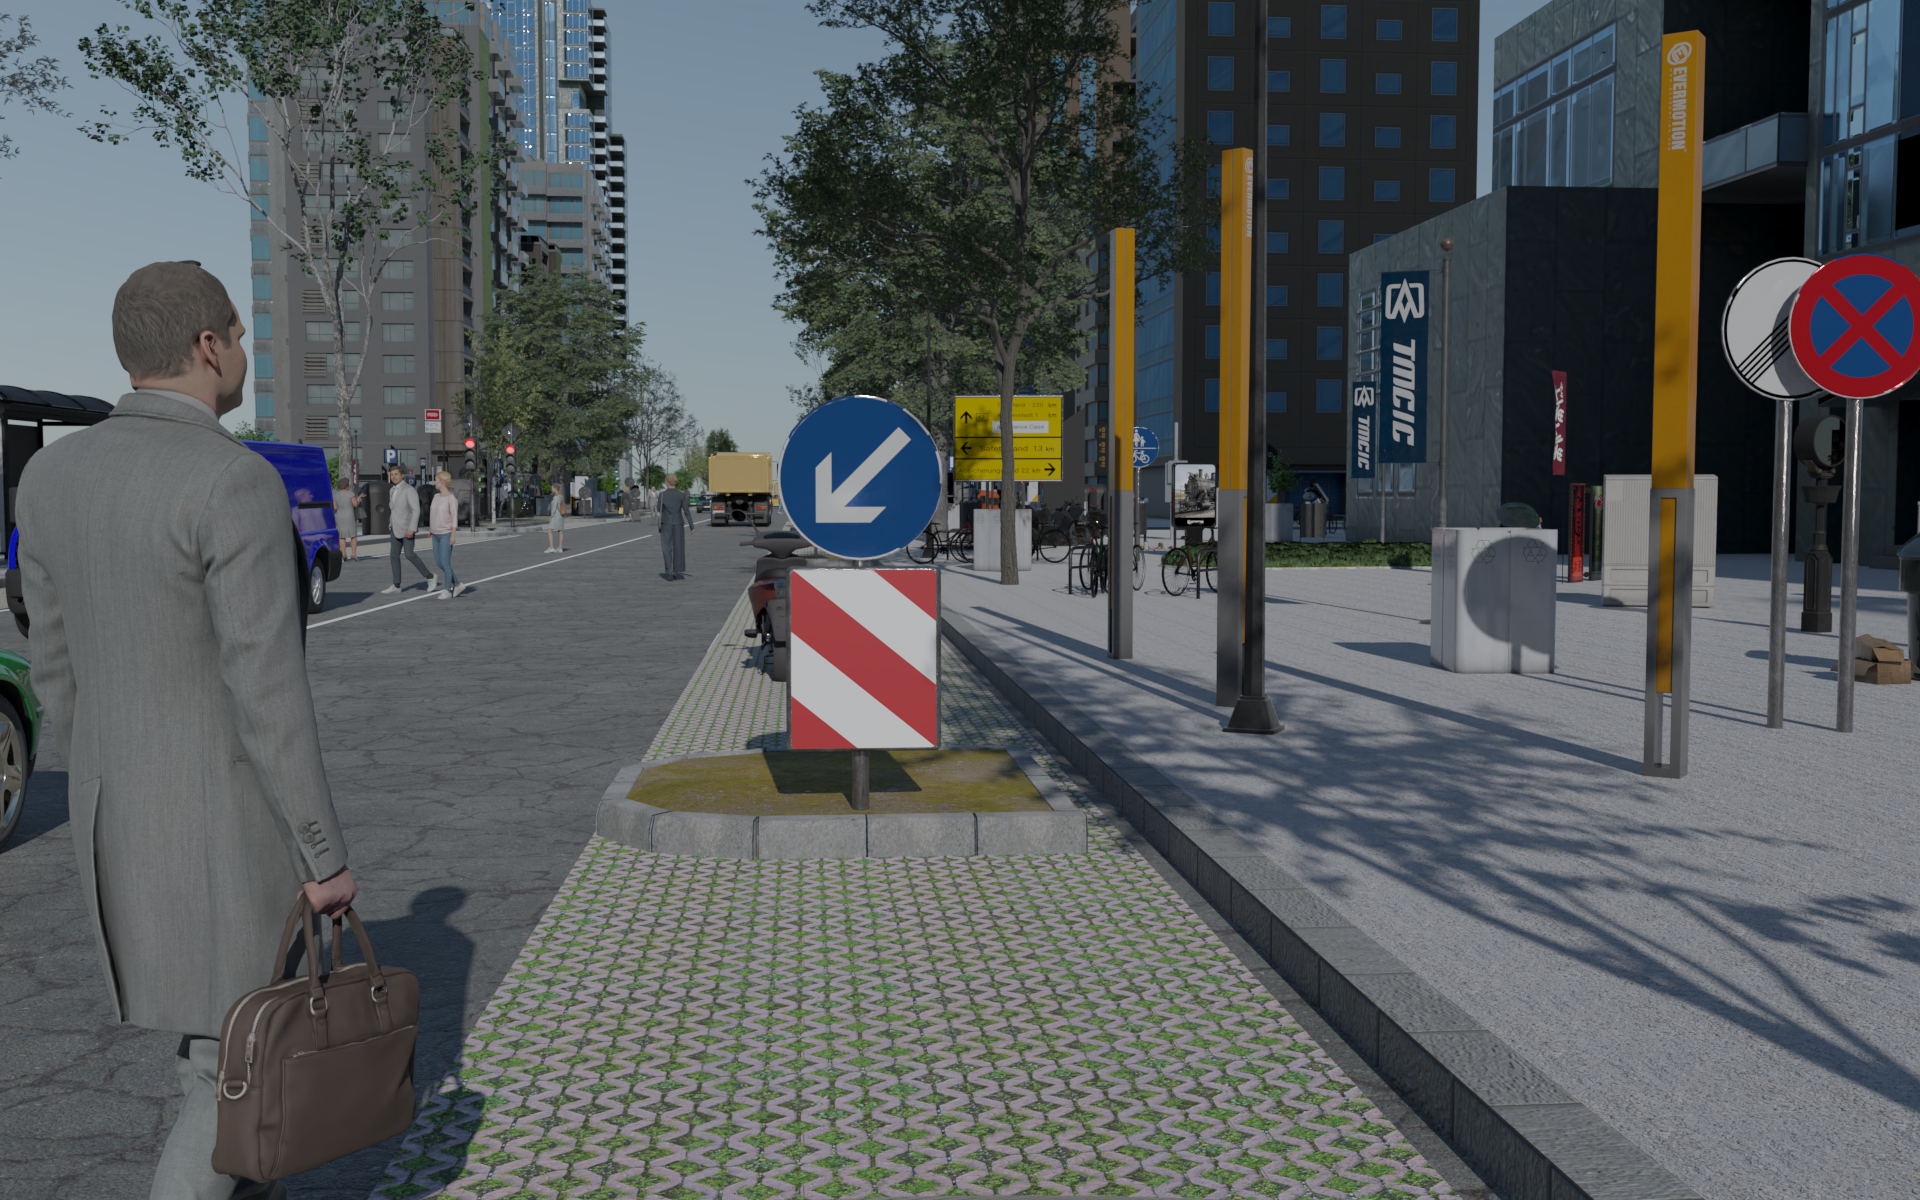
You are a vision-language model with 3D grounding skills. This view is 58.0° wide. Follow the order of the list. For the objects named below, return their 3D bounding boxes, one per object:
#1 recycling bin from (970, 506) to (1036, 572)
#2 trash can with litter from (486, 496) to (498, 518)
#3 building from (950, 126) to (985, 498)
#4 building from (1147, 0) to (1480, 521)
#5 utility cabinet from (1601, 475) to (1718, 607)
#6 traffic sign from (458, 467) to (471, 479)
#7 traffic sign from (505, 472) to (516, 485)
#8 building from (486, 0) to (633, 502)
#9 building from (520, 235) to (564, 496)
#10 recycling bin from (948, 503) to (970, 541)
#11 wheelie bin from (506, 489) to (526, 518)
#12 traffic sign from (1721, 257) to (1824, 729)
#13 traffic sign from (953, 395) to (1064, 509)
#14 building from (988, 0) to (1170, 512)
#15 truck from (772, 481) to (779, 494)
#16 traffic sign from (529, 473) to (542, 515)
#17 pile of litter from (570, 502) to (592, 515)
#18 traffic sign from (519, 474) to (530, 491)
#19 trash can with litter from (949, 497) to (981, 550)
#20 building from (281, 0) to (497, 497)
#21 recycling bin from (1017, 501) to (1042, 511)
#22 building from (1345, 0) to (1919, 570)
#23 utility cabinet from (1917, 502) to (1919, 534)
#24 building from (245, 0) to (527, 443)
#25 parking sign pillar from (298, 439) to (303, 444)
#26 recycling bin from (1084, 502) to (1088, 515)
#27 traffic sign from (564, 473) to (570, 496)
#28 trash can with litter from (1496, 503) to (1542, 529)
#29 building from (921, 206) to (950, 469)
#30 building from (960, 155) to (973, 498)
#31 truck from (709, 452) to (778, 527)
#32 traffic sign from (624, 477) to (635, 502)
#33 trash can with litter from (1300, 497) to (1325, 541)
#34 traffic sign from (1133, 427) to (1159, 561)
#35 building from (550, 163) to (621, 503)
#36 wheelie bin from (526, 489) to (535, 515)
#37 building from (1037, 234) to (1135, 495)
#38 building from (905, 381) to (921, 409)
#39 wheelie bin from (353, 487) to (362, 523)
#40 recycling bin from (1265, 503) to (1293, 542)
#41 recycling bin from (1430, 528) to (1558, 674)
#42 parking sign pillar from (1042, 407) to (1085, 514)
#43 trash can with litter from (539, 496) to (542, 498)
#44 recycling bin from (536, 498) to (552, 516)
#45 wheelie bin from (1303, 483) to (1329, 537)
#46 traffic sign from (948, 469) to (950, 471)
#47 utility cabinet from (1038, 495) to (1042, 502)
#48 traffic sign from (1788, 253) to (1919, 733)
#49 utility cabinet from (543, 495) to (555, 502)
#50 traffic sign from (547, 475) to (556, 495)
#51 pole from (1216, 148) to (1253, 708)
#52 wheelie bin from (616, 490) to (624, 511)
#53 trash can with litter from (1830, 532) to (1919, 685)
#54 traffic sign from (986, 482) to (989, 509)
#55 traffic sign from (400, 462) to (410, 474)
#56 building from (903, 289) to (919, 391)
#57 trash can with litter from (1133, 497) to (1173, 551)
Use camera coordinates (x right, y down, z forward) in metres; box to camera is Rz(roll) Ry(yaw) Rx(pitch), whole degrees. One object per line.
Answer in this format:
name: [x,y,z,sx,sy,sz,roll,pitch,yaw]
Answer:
recycling bin: [0.712,-1.002,28.930,0.722,1.027,0.722,3,5,40]
trash can with litter: [-24.927,-4.922,91.863,0.624,1.170,1.055,-3,5,-42]
building: [5.745,-31.502,198.655,14.154,41.232,14.086,0,4,-5]
building: [16.959,-26.808,88.415,14.200,45.320,14.600,0,4,-5]
utility cabinet: [7.925,-0.671,19.651,1.173,1.500,0.318,1,4,16]
traffic sign: [-22.722,-4.873,79.777,0.768,2.556,0.104,0,3,0]
traffic sign: [-21.906,-5.115,84.814,0.795,2.450,0.064,0,4,2]
building: [-64.127,-59.140,279.604,22.319,86.520,31.000,0,4,-5]
building: [-51.851,-25.655,191.152,14.160,30.474,14.107,0,4,-5]
recycling bin: [0.104,-2.137,47.499,0.722,1.027,0.722,2,4,30]
wheelie bin: [-23.612,-5.123,91.664,0.693,1.594,0.980,-2,4,-33]
traffic sign: [4.470,-0.570,9.422,0.768,2.556,0.104,0,4,-4]
traffic sign: [0.990,-2.552,35.605,2.265,3.308,0.079,0,4,4]
building: [9.830,-30.914,155.559,14.600,45.320,14.200,0,4,-5]
truck: [-26.780,-16.254,261.669,3.469,3.379,9.791,0,4,-7]
traffic sign: [-26.231,-6.539,107.023,0.768,2.556,0.104,0,4,3]
pile of litter: [-22.936,-5.520,104.212,1.719,0.858,1.176,-1,4,-11]
traffic sign: [-27.961,-6.801,111.307,0.768,2.556,0.104,0,4,3]
trash can with litter: [0.575,-1.759,39.816,2.233,1.210,1.678,1,4,19]
building: [-47.715,-28.282,146.002,14.154,41.232,14.086,0,4,-5]
recycling bin: [2.525,-2.846,59.081,0.722,1.027,0.722,3,5,41]
building: [22.963,-43.870,29.954,22.319,86.520,31.000,0,4,-5]
utility cabinet: [11.425,-0.517,19.611,0.306,1.237,1.020,-3,5,-41]
building: [-54.298,-33.510,167.493,23.786,49.044,30.456,0,4,-5]
parking sign pillar: [-32.178,-5.918,85.238,1.447,3.967,1.447,-1,4,-10]
recycling bin: [3.796,-2.707,56.808,0.722,1.027,0.722,1,4,9]
traffic sign: [-24.118,-6.447,105.518,0.768,2.556,0.104,0,4,3]
trash can with litter: [7.240,-0.661,22.193,0.624,1.170,1.055,0,4,5]
building: [1.721,-36.758,251.108,14.600,45.320,14.200,0,4,-5]
building: [7.539,-32.654,184.002,14.600,45.320,14.200,0,4,-5]
truck: [-9.894,-5.080,78.981,3.469,3.379,9.791,0,4,-5]
traffic sign: [-24.447,-7.834,128.186,0.768,2.556,0.104,0,4,-2]
trash can with litter: [7.984,-1.606,37.314,2.233,1.210,1.678,1,4,12]
traffic sign: [3.393,-2.010,32.967,0.768,2.556,0.104,0,4,-2]
building: [-62.211,-38.564,250.125,23.786,49.044,30.456,0,4,-5]
wheelie bin: [-26.833,-6.112,107.837,0.693,1.594,0.980,2,4,29]
building: [21.458,-17.478,130.808,27.650,21.520,28.899,0,4,-5]
building: [5.907,-26.312,275.248,27.650,21.520,28.899,0,4,-5]
wheelie bin: [-27.102,-4.286,77.986,0.980,1.594,0.693,2,4,35]
recycling bin: [8.414,-2.065,46.314,0.722,1.027,0.722,-2,4,-27]
recycling bin: [3.900,-0.008,12.693,0.722,1.027,0.722,0,4,-1]
parking sign pillar: [3.227,-4.010,54.037,1.447,3.967,1.447,0,4,0]
trash can with litter: [-27.039,-6.038,110.111,1.055,1.170,0.624,0,4,-5]
recycling bin: [-24.608,-5.497,102.429,0.722,1.027,0.722,-2,4,-31]
wheelie bin: [10.594,-2.672,51.596,0.693,1.594,0.980,1,4,20]
traffic sign: [-0.782,-5.002,81.888,0.768,2.556,0.104,0,4,-2]
utility cabinet: [5.090,-5.853,106.854,0.306,1.237,1.020,2,4,33]
traffic sign: [4.771,-0.560,9.264,0.768,2.556,0.104,0,4,1]
utility cabinet: [-26.142,-6.056,110.170,0.306,1.237,1.020,1,4,16]
traffic sign: [-26.603,-6.922,113.273,0.768,2.556,0.104,0,4,5]
pole: [1.659,-1.011,10.380,0.158,3.312,0.155,0,3,0]
wheelie bin: [-25.859,-7.611,132.347,0.693,1.594,0.980,-3,4,-36]
trash can with litter: [6.555,-0.024,11.780,1.055,1.170,0.624,-1,4,-14]
traffic sign: [0.603,-2.322,38.075,0.768,2.556,0.104,0,4,2]
traffic sign: [-22.509,-4.284,70.047,0.884,2.594,0.081,0,4,0]
building: [-2.864,-37.419,295.399,14.154,41.232,14.086,0,4,-5]
trash can with litter: [4.456,-1.784,40.230,1.678,1.210,2.233,2,4,31]
